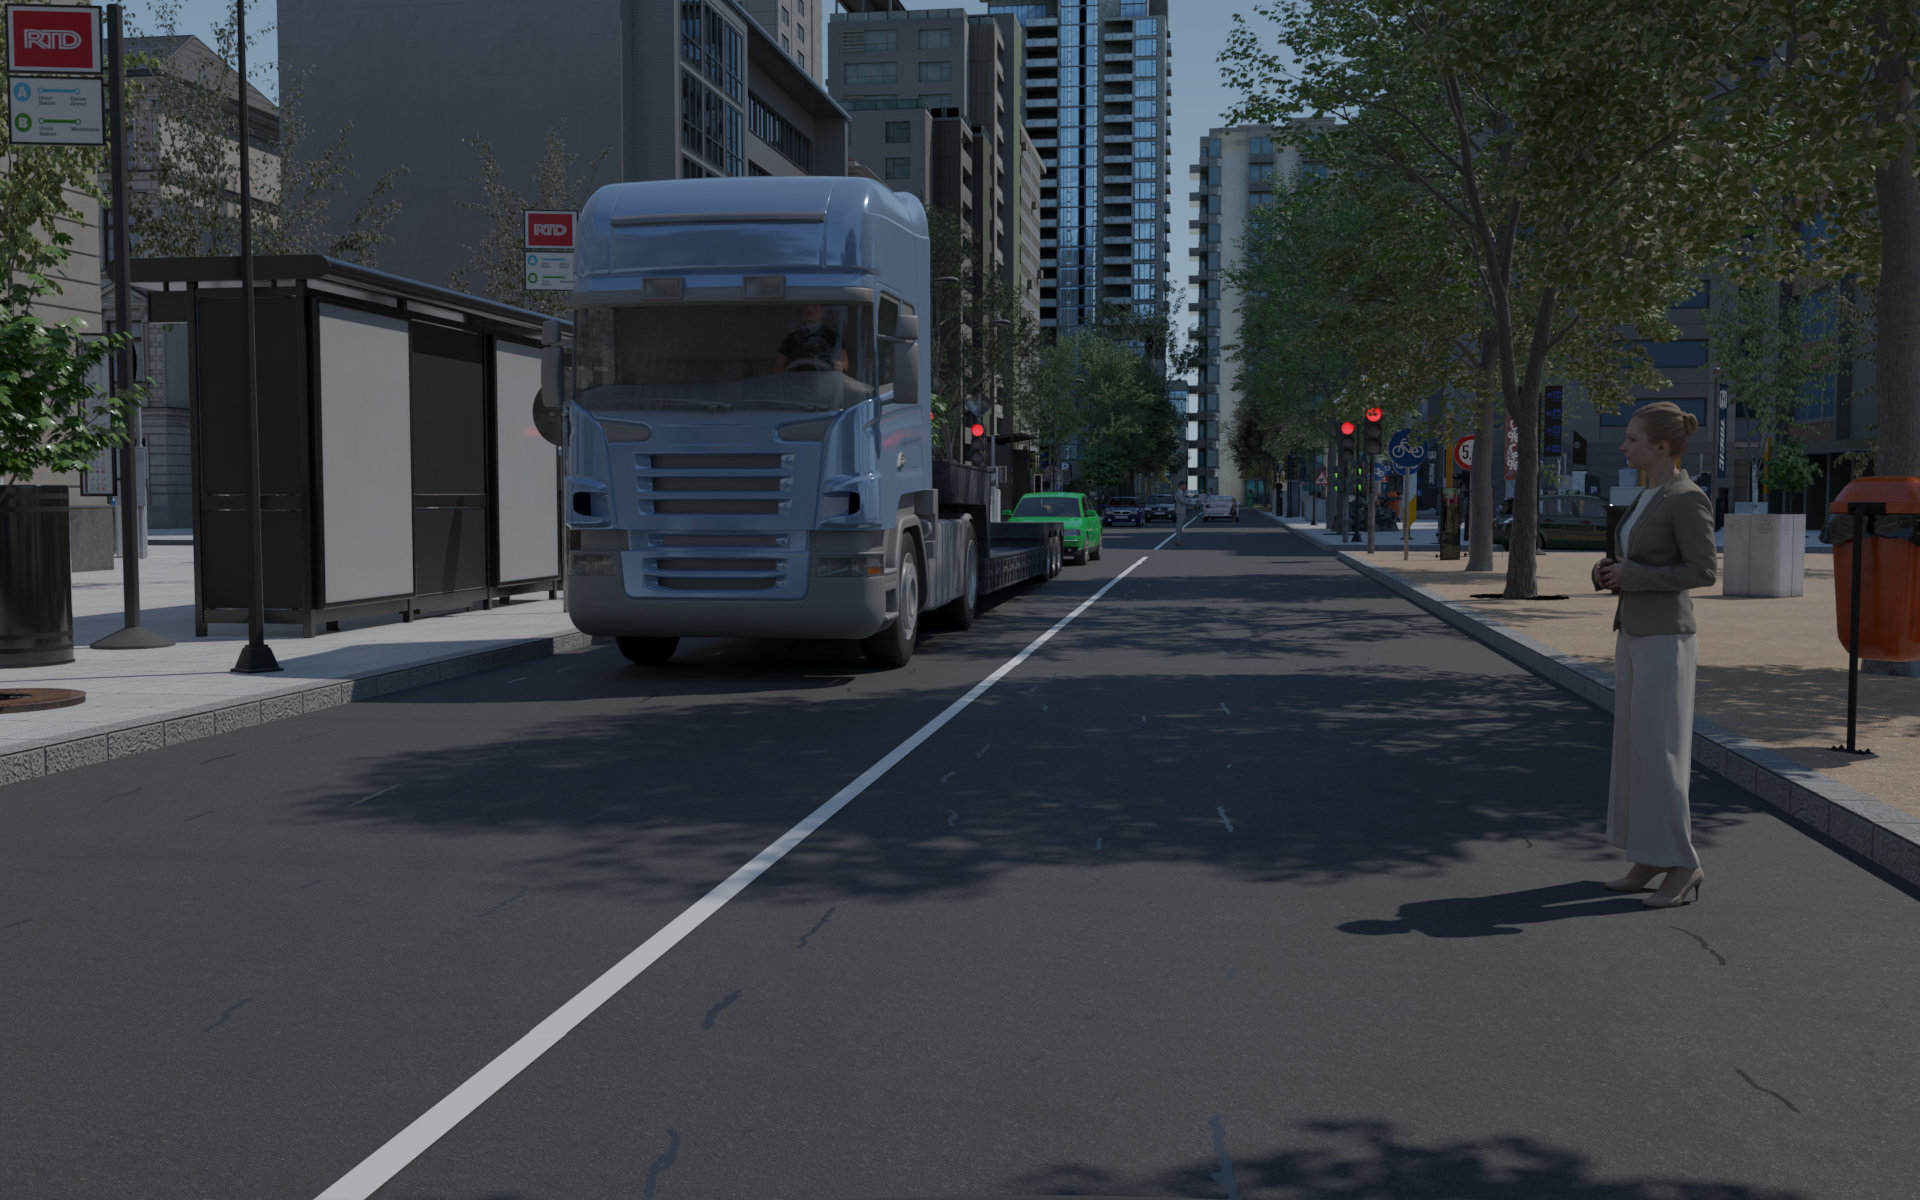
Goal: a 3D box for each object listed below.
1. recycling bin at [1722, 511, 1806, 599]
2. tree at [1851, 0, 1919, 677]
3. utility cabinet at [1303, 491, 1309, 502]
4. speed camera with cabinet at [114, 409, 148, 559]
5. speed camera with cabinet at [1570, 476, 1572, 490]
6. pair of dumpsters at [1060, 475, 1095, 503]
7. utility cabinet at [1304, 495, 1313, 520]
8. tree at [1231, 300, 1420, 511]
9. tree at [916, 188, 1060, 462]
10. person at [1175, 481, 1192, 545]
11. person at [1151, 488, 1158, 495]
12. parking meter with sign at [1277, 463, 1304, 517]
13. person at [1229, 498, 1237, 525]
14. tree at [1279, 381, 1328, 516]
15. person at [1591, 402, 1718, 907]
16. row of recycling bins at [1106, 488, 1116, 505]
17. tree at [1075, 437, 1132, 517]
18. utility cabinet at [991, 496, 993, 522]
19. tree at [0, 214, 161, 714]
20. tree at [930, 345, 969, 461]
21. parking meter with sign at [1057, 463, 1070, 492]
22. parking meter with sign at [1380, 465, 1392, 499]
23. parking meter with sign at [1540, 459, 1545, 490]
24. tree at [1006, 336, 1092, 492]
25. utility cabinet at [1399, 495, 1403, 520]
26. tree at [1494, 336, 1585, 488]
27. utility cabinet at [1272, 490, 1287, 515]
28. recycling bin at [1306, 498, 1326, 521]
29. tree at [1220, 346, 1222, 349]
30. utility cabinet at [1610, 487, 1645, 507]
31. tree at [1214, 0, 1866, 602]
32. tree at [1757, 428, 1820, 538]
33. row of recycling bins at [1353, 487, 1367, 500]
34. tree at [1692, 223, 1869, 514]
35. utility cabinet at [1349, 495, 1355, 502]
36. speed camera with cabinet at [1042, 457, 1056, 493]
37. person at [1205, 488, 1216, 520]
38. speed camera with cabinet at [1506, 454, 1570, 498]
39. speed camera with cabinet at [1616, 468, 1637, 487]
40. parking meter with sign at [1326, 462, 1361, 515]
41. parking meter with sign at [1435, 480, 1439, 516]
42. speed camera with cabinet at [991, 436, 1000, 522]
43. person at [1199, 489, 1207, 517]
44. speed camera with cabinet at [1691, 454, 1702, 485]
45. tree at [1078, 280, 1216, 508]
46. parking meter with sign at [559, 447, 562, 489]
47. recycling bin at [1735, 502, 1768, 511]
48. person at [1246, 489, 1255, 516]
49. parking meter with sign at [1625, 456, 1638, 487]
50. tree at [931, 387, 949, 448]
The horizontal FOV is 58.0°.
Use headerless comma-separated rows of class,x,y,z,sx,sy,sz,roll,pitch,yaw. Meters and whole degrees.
recycling bin,10.074,-0.560,21.708,0.722,1.027,0.722,-3,4,-39
tree,6.274,-5.746,12.071,7.486,12.596,7.792,0,3,0
utility cabinet,22.765,-6.447,114.084,0.318,1.500,1.173,0,4,5
speed camera with cabinet,-16.635,-2.468,34.693,0.660,3.252,2.038,-2,4,-26
speed camera with cabinet,30.294,-5.550,85.071,2.038,3.252,0.660,0,4,-3
pair of dumpsters,5.833,-5.129,86.345,1.574,2.255,4.437,1,4,9
utility cabinet,16.922,-4.454,83.983,0.306,1.237,1.020,0,4,2
tree,17.107,-8.787,78.088,7.601,10.594,8.767,0,4,-4
tree,-0.335,-7.245,52.873,8.767,10.594,7.601,-3,5,-43
person,6.252,-2.434,48.477,0.466,1.800,0.511,0,4,5
person,11.173,-5.561,99.604,0.511,1.800,0.466,1,4,15
parking meter with sign,18.732,-6.176,97.232,1.738,3.016,0.543,2,4,27
person,12.833,-4.171,81.362,0.373,1.253,0.362,0,4,7
tree,20.361,-9.291,102.267,4.737,8.622,4.395,0,3,0
person,2.451,0.174,6.205,0.362,1.759,0.519,0,4,0
row of recycling bins,9.467,-6.453,112.617,1.069,1.692,3.534,0,4,-5
tree,8.193,-7.044,98.876,4.285,4.588,4.351,0,3,0
utility cabinet,0.447,-2.504,52.101,1.020,1.237,0.306,1,4,19
tree,-5.819,-0.960,10.291,1.663,3.219,1.824,0,3,0
tree,-1.696,-8.181,84.128,4.737,8.622,4.395,0,3,0
parking meter with sign,5.569,-6.063,95.387,0.543,3.016,1.738,1,4,19
parking meter with sign,25.727,-6.642,104.854,0.543,3.016,1.738,0,4,6
parking meter with sign,28.695,-5.501,86.194,0.543,3.016,1.738,2,4,24
tree,4.302,-8.018,81.453,4.737,8.622,4.395,0,3,0
utility cabinet,21.675,-4.522,85.093,1.020,1.237,0.306,0,4,3
tree,23.442,-7.409,71.505,4.737,8.622,4.395,0,3,0
utility cabinet,19.878,-6.011,106.964,1.173,1.500,0.318,3,5,42
recycling bin,16.821,-4.237,81.835,0.722,1.027,0.722,2,4,34
tree,13.313,-8.897,63.600,7.486,12.596,7.792,0,3,0
utility cabinet,20.415,-2.694,52.733,1.173,1.500,0.318,1,4,15
tree,6.770,-5.808,20.710,9.928,11.665,9.643,0,3,0
tree,24.600,-3.466,51.267,1.663,3.219,1.824,0,3,0
row of recycling bins,21.489,-5.293,93.652,1.069,1.692,3.534,1,4,10
tree,21.140,-5.823,45.561,4.737,8.622,4.395,0,3,0
utility cabinet,17.444,-4.087,77.988,0.306,1.237,1.020,2,4,33
speed camera with cabinet,4.117,-6.024,92.833,2.038,3.252,0.660,2,4,30
person,13.905,-5.356,96.344,0.850,1.792,0.678,2,4,28
speed camera with cabinet,21.208,-4.249,63.808,2.038,3.252,0.660,1,4,10
speed camera with cabinet,23.770,-4.128,61.826,0.660,3.252,2.038,1,4,20
parking meter with sign,20.368,-5.825,91.496,1.738,3.016,0.543,0,4,-6
parking meter with sign,25.072,-5.858,92.039,0.543,3.016,1.738,-2,4,-25
speed camera with cabinet,1.007,-3.974,59.306,0.660,3.252,2.038,0,4,6
person,15.431,-6.104,108.965,0.731,1.740,0.598,-1,4,-14
speed camera with cabinet,35.715,-5.567,85.357,2.038,3.252,0.660,3,4,38
tree,17.466,-18.058,151.142,12.611,20.169,13.585,0,3,0
parking meter with sign,-13.092,-3.519,53.796,0.543,3.016,1.738,3,5,40
recycling bin,24.674,-2.537,54.033,0.722,1.027,0.722,-3,4,-38
person,19.286,-6.509,115.173,0.600,1.795,0.529,2,4,24
parking meter with sign,26.982,-4.489,69.652,0.543,3.016,1.738,1,4,22
tree,-1.872,-3.105,34.479,4.285,4.588,4.351,0,3,0
